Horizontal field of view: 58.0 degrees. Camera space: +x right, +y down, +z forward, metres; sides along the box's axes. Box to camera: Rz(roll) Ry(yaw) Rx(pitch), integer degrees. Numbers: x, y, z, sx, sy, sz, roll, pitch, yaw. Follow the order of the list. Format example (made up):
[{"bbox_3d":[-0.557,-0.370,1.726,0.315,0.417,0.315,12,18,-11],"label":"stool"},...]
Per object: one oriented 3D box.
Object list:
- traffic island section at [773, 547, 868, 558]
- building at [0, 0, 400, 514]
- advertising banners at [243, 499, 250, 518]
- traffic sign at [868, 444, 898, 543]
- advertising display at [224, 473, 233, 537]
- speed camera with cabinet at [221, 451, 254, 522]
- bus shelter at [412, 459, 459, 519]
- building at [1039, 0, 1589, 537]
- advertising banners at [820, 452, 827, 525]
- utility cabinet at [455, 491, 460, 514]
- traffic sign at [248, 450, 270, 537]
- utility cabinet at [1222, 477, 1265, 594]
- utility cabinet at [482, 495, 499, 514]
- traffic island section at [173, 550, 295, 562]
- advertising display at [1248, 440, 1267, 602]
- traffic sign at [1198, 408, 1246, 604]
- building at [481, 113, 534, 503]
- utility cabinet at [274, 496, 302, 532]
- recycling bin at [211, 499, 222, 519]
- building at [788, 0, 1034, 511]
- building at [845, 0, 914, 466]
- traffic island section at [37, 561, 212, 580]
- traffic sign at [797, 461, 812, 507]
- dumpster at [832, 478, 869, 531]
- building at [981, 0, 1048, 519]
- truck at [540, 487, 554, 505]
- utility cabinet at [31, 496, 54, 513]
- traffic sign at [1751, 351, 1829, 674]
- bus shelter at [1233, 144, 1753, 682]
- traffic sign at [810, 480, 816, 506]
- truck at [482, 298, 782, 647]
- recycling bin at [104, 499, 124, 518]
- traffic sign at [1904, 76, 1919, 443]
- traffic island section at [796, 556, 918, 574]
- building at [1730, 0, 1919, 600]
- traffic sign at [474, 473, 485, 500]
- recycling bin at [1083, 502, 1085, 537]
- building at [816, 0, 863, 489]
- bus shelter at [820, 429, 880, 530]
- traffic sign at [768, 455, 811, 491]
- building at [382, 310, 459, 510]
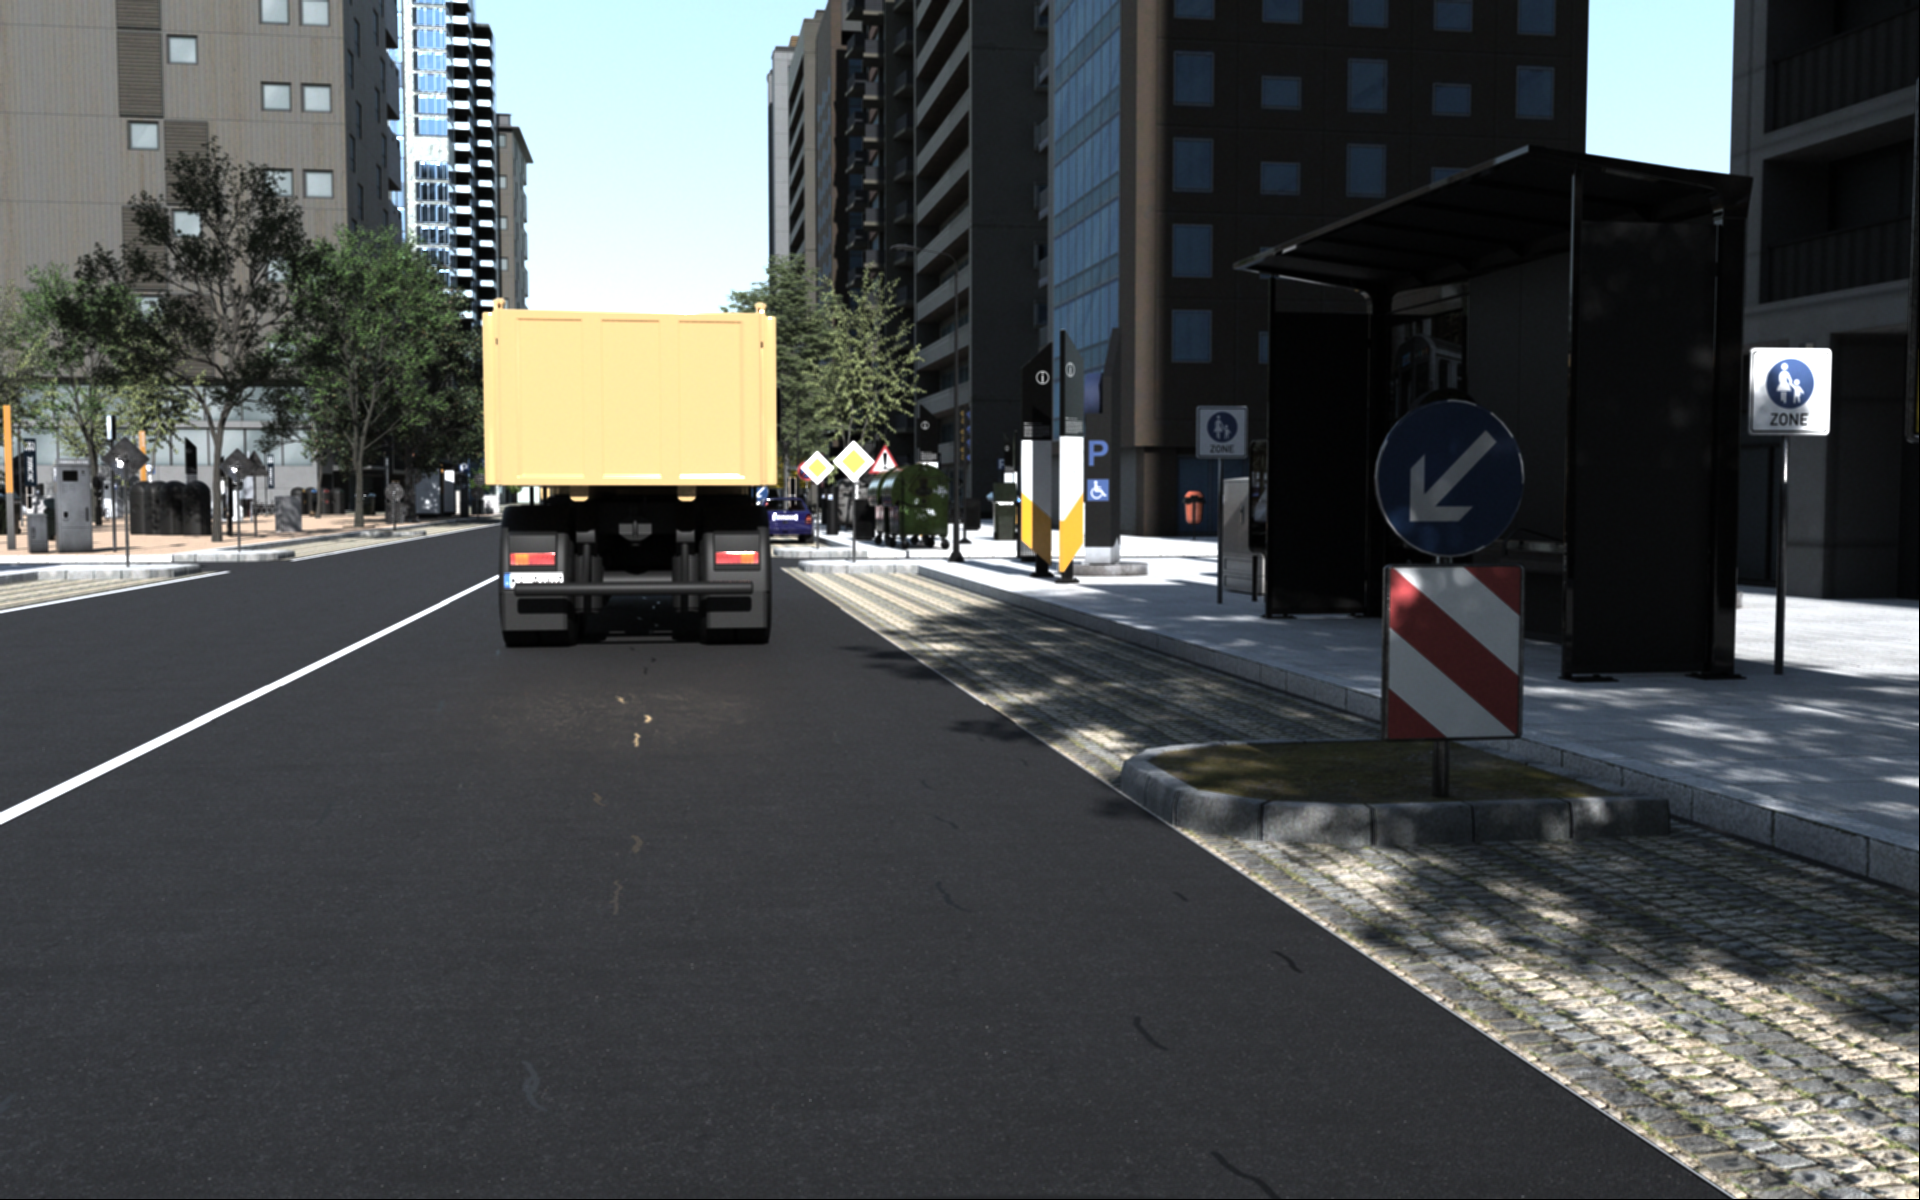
[{"bbox_3d":[-3.287,-1.101,40.282,2.009,0.180,2.903,-1,4,-10],"label":"traffic island section"},{"bbox_3d":[-54.615,-32.527,121.059,28.713,52.752,27.495,-1,4,-10],"label":"building"},{"bbox_3d":[-39.137,-6.058,95.228,0.090,3.025,2.074,0,4,-7],"label":"advertising banners"},{"bbox_3d":[-1.958,-2.774,45.353,0.884,2.594,0.081,0,4,-2],"label":"traffic sign"},{"bbox_3d":[-22.214,-2.900,52.626,0.123,1.923,0.974,-2,4,-30],"label":"advertising display"},{"bbox_3d":[-33.237,-5.220,79.685,2.038,3.252,0.660,3,4,38],"label":"speed camera with cabinet"},{"bbox_3d":[-28.373,-6.065,93.091,2.014,3.302,5.546,-1,4,-10],"label":"bus shelter"},{"bbox_3d":[11.018,-24.947,57.986,14.200,45.320,14.600,-1,4,-10],"label":"building"},{"bbox_3d":[-5.441,-4.646,72.146,0.090,3.025,2.074,-2,4,-28],"label":"advertising banners"},{"bbox_3d":[-32.171,-6.203,110.090,1.173,1.500,0.318,2,4,28],"label":"utility cabinet"},{"bbox_3d":[-21.025,-3.158,51.640,0.884,2.594,0.081,0,4,-2],"label":"traffic sign"},{"bbox_3d":[3.744,-0.841,22.435,0.318,1.500,1.173,-1,4,-13],"label":"utility cabinet"},{"bbox_3d":[-30.443,-6.179,112.183,1.020,1.237,0.306,-2,4,-33],"label":"utility cabinet"},{"bbox_3d":[-15.902,-0.972,38.169,2.009,0.180,2.903,-1,4,-10],"label":"traffic island section"},{"bbox_3d":[3.734,-0.924,20.319,0.123,1.923,0.974,-2,4,-28],"label":"advertising display"},{"bbox_3d":[3.041,-1.106,20.210,0.606,2.300,0.079,0,4,-7],"label":"traffic sign"},{"bbox_3d":[-74.745,-39.906,241.705,28.713,52.752,27.495,-1,4,-10],"label":"building"},{"bbox_3d":[-22.609,-2.883,58.298,0.306,1.237,1.020,1,4,17],"label":"utility cabinet"},{"bbox_3d":[-39.252,-4.806,91.127,0.722,1.027,0.722,0,4,6],"label":"recycling bin"},{"bbox_3d":[-5.609,-33.580,172.733,21.300,48.544,21.600,-1,4,-10],"label":"building"},{"bbox_3d":[2.754,-29.337,134.291,22.147,44.769,28.867,-1,4,-10],"label":"building"},{"bbox_3d":[-14.576,-0.490,30.295,2.009,0.180,2.903,-1,4,-10],"label":"traffic island section"},{"bbox_3d":[-5.893,-4.078,66.777,0.768,2.556,0.104,-1,4,-9],"label":"traffic sign"},{"bbox_3d":[-3.816,-3.338,60.333,1.264,1.857,1.865,-1,4,-10],"label":"dumpster"},{"bbox_3d":[9.361,-29.118,99.783,21.300,48.544,21.600,-1,4,-10],"label":"building"},{"bbox_3d":[-21.214,-5.992,93.894,3.469,3.379,9.791,-1,4,-10],"label":"truck"},{"bbox_3d":[-32.736,-3.109,61.997,1.020,1.237,0.306,1,4,23],"label":"utility cabinet"},{"bbox_3d":[5.826,-0.619,12.255,0.606,2.300,0.079,0,4,-7],"label":"traffic sign"},{"bbox_3d":[4.152,-1.444,14.887,1.731,3.624,6.357,-1,4,-10],"label":"bus shelter"},{"bbox_3d":[-7.847,-5.569,91.050,0.884,2.594,0.081,0,4,-5],"label":"traffic sign"},{"bbox_3d":[-3.615,-1.474,20.023,3.469,3.379,9.791,-1,4,-9],"label":"truck"},{"bbox_3d":[-45.159,-4.885,92.418,0.722,1.027,0.722,0,4,3],"label":"recycling bin"},{"bbox_3d":[5.758,-0.899,8.569,2.265,3.308,0.079,0,4,-3],"label":"traffic sign"},{"bbox_3d":[-1.961,-0.619,32.407,2.009,0.180,2.903,-1,4,-10],"label":"traffic island section"},{"bbox_3d":[21.383,-35.332,15.927,20.563,71.187,20.611,-1,4,-10],"label":"building"},{"bbox_3d":[-29.232,-6.447,105.513,0.768,2.556,0.104,0,4,-6],"label":"traffic sign"},{"bbox_3d":[3.938,-2.438,52.418,0.722,1.027,0.722,-1,4,-10],"label":"recycling bin"},{"bbox_3d":[-5.232,-30.864,154.729,14.600,45.320,14.200,-1,4,-10],"label":"building"},{"bbox_3d":[-4.162,-4.549,65.656,1.731,3.624,6.357,-1,4,-10],"label":"bus shelter"},{"bbox_3d":[-8.912,-5.911,90.515,2.265,3.308,0.079,0,4,-7],"label":"traffic sign"},{"bbox_3d":[-59.369,-18.637,149.753,27.650,21.520,28.899,-1,4,-10],"label":"building"}]
